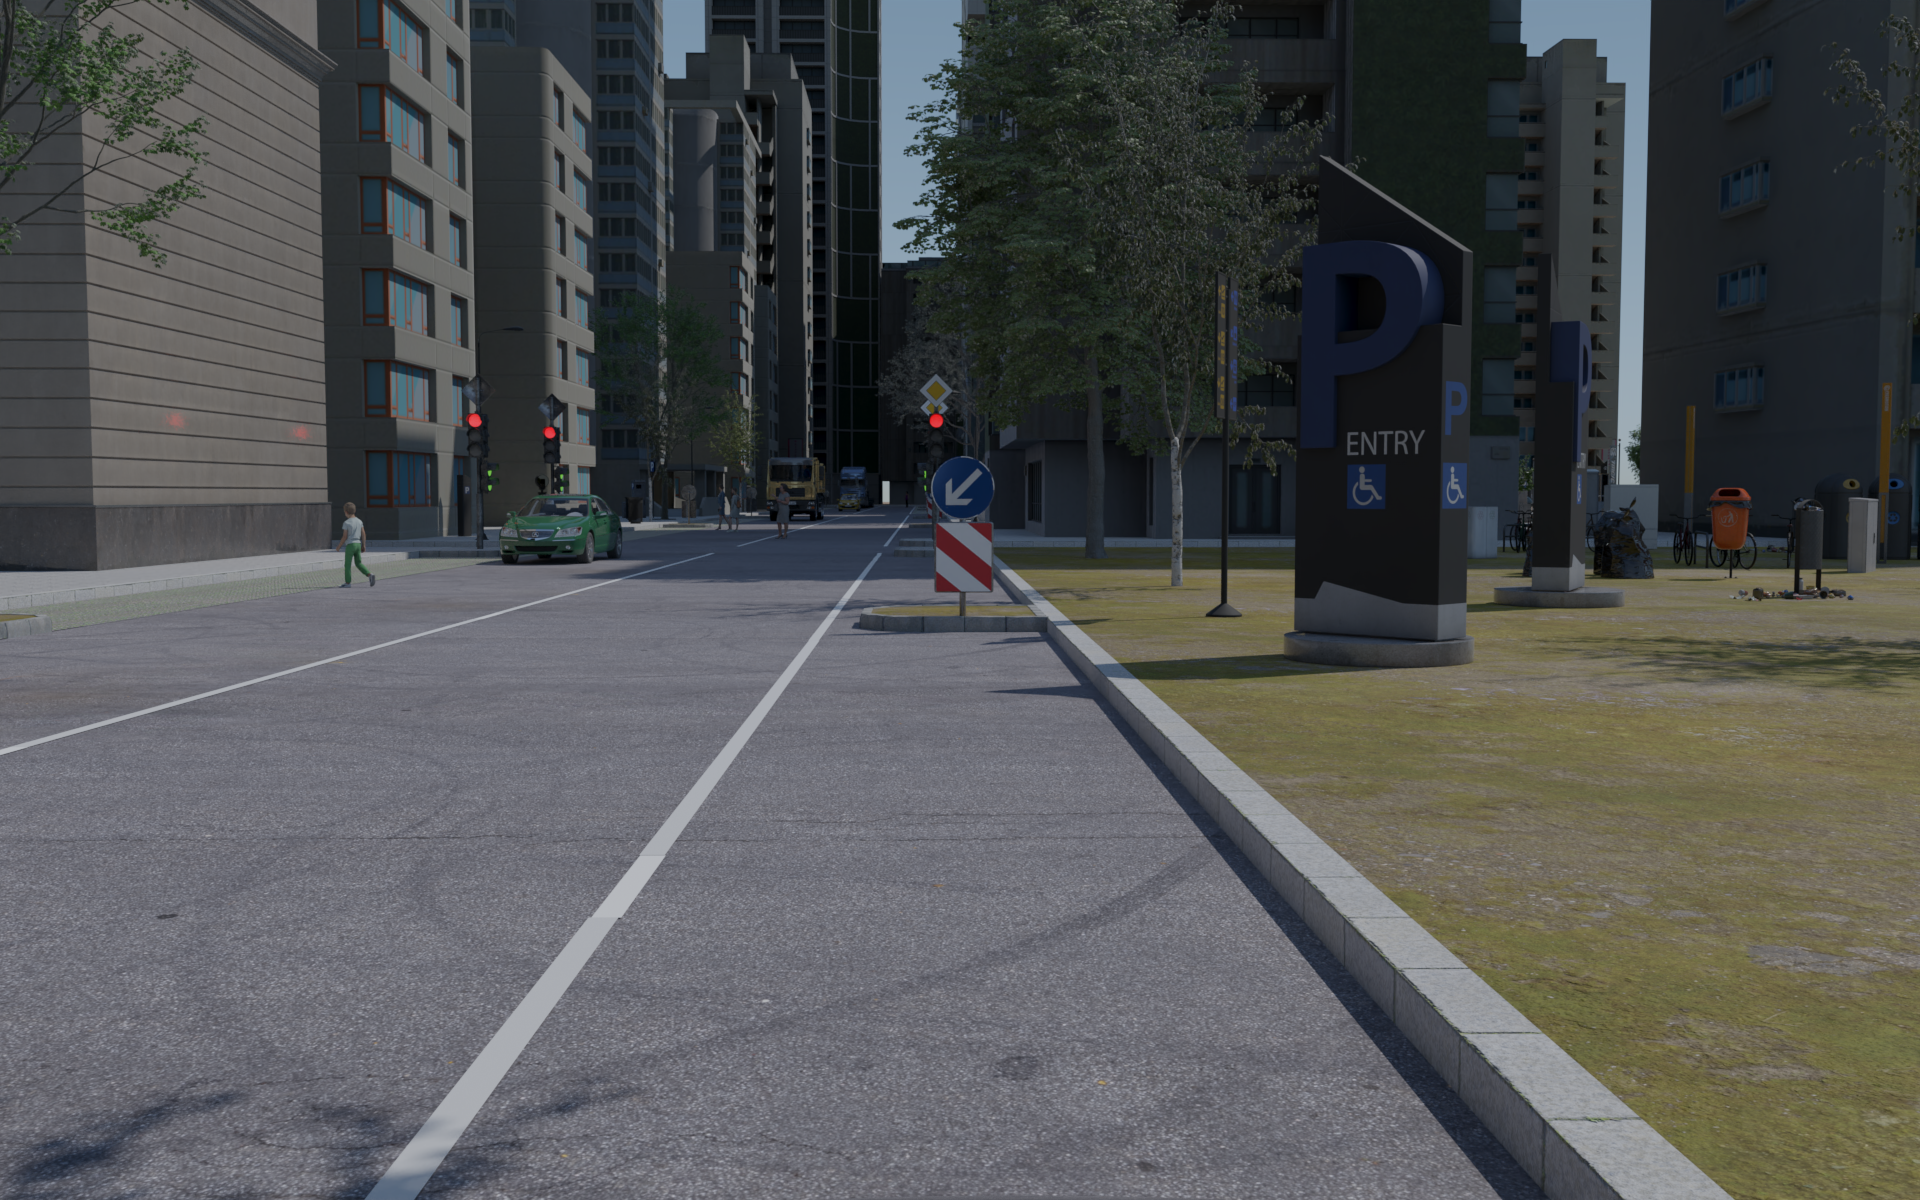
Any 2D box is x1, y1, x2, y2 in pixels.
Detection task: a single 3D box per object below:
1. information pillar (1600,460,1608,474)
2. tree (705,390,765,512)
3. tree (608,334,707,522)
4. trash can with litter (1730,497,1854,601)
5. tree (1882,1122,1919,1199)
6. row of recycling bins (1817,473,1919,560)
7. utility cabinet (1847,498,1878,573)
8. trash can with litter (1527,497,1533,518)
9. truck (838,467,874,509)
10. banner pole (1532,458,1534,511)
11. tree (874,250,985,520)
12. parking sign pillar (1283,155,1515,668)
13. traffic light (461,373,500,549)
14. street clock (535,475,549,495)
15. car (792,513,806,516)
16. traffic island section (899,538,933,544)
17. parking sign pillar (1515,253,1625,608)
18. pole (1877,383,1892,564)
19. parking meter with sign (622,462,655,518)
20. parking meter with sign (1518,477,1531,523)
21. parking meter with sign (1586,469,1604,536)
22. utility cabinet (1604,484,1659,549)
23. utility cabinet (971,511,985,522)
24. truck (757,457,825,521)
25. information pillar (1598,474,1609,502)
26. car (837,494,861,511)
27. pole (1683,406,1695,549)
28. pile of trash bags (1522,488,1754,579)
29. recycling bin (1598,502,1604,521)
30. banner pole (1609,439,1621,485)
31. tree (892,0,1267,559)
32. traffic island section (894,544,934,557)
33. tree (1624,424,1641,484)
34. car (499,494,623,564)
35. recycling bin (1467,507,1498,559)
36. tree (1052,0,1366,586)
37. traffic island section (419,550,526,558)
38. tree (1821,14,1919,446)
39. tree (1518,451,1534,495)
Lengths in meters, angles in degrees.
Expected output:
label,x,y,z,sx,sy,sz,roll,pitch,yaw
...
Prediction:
label,x,y,z,sx,sy,sz,roll,pitch,yaw
information pillar,44.265,-7.809,119.025,0.504,3.616,0.183,2,4,31
tree,-15.368,-10.387,120.194,4.737,8.622,4.395,0,3,0
tree,-14.079,-7.922,79.889,4.360,8.622,3.978,0,3,0
trash can with litter,10.233,-0.640,21.525,2.233,1.210,1.678,-2,4,-35
tree,2.331,-4.705,2.690,9.928,11.665,9.643,0,3,0
row of recycling bins,18.629,-1.634,33.835,3.534,1.692,1.069,1,4,20
utility cabinet,14.881,-1.063,28.539,0.306,1.237,1.020,3,4,36
trash can with litter,26.801,-4.298,81.660,0.624,1.170,1.055,0,4,-1
truck,-10.467,-11.481,177.474,2.967,4.110,18.799,0,3,0
banner pole,40.212,-8.024,121.202,0.401,3.779,0.863,3,5,44
tree,0.893,-10.682,85.017,12.009,13.543,11.850,0,3,0
parking sign pillar,3.255,-1.523,13.380,1.447,3.967,1.447,-3,5,-44
traffic light,-11.181,-3.143,40.304,0.839,4.253,0.868,0,4,-1
street clock,-15.566,-3.668,64.537,0.471,2.002,0.358,-2,4,-32
car,-10.130,-6.081,111.223,2.131,1.459,4.920,0,4,-1
traffic island section,-0.694,-1.612,48.632,2.009,0.180,2.903,0,4,-1
parking sign pillar,6.957,-1.929,20.015,1.447,3.967,1.447,2,4,27
pole,17.010,-2.326,31.865,0.158,3.312,0.155,0,3,0
parking meter with sign,-17.161,-5.881,92.416,1.738,3.016,0.543,-2,4,-30
parking meter with sign,25.092,-4.978,77.646,0.543,3.016,1.738,0,4,-5
parking meter with sign,19.170,-3.471,53.012,1.738,3.016,0.543,0,4,3
utility cabinet,15.418,-1.906,39.834,1.173,1.500,0.318,0,4,-7
utility cabinet,0.982,-4.282,81.171,1.020,1.237,0.306,3,5,41
truck,-8.874,-5.990,93.856,3.469,3.379,9.791,0,4,-1
information pillar,23.125,-3.539,62.359,0.304,2.012,0.304,-1,4,-10
car,-9.190,-8.176,143.896,2.015,1.641,3.980,0,4,-1
pole,16.910,-2.833,40.158,0.158,3.312,0.155,0,3,0
pile of trash bags,10.421,-1.047,26.878,3.447,1.369,1.912,2,4,31
recycling bin,21.669,-2.787,58.114,0.722,1.027,0.722,0,4,5
banner pole,29.558,-5.389,78.128,0.863,3.779,0.401,-2,4,-29
tree,2.289,-7.102,34.245,7.486,12.596,7.792,0,3,0
traffic island section,-0.532,-1.123,40.649,2.009,0.180,2.903,0,4,-1
tree,28.498,-5.274,69.950,4.285,4.588,4.351,0,3,0
car,-8.496,-1.552,37.168,2.131,1.459,4.920,0,4,1
recycling bin,10.236,-1.349,34.618,0.722,1.027,0.722,-2,4,-33
tree,3.085,-4.483,23.664,4.360,8.622,3.978,0,3,0
traffic island section,-11.222,-1.111,40.438,2.009,0.180,2.903,0,4,-1
tree,10.026,-3.964,15.175,4.360,8.622,3.978,0,3,0
tree,22.012,-4.540,68.826,1.663,3.219,1.824,0,3,0
